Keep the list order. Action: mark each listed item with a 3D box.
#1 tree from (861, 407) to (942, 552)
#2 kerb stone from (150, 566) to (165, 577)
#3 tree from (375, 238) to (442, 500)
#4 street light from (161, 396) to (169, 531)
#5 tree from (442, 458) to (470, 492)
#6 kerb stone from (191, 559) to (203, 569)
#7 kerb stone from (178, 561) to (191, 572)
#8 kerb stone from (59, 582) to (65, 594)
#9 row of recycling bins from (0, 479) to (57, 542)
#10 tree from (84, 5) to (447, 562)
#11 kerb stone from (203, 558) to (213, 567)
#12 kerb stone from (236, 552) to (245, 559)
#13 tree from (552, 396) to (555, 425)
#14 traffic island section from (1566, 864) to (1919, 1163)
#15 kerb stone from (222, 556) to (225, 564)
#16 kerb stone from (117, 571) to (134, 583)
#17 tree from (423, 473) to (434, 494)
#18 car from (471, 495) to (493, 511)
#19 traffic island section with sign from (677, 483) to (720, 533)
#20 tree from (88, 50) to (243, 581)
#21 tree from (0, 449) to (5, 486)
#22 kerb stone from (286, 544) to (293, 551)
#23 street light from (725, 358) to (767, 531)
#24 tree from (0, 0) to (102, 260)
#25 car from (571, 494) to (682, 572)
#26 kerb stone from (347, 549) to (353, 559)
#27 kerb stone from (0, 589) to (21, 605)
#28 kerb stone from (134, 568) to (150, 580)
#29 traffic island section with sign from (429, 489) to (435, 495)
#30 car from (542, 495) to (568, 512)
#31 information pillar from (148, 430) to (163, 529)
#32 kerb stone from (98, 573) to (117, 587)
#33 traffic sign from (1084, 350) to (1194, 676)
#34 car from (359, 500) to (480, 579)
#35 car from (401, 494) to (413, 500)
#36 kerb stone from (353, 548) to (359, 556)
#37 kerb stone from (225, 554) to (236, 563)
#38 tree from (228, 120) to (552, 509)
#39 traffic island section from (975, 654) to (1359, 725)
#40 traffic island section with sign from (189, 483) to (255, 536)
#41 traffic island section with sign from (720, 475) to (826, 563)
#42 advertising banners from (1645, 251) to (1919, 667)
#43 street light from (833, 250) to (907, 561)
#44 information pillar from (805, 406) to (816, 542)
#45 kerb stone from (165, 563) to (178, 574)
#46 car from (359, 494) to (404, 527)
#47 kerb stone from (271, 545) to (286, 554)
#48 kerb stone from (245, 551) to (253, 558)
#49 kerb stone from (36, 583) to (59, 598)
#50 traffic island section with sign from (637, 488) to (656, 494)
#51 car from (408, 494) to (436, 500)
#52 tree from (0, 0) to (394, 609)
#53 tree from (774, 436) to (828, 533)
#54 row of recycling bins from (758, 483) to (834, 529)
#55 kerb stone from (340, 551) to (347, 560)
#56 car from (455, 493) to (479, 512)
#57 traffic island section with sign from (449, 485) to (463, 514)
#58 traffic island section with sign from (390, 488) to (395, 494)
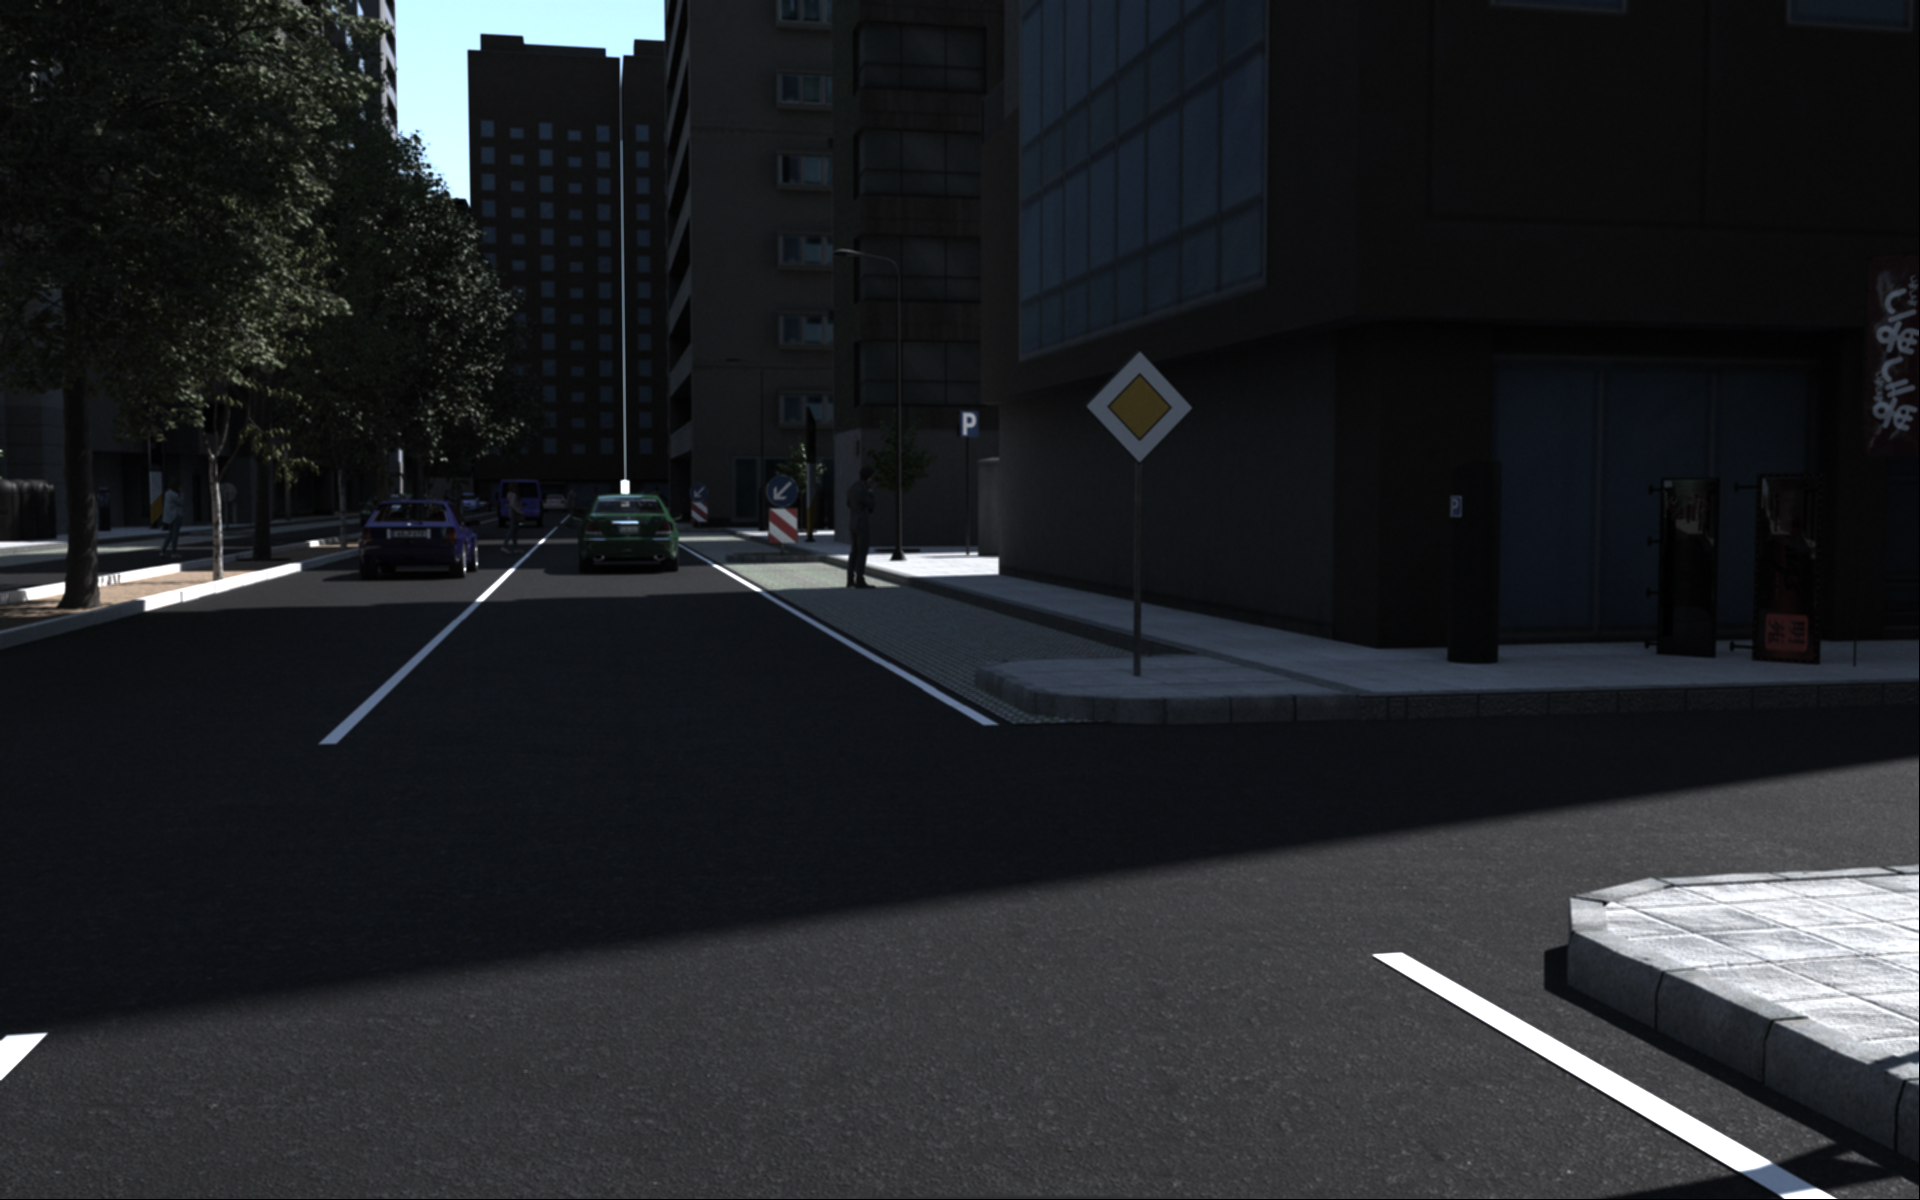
[{"bbox_3d":[-1.465,-2.693,38.639,1.663,3.219,1.824,0,3,0],"label":"tree"},{"bbox_3d":[-14.008,-0.477,29.996,0.120,0.150,1.000,-1,4,-12],"label":"kerb stone"},{"bbox_3d":[-15.994,-5.620,44.713,4.737,8.622,4.395,0,3,0],"label":"tree"},{"bbox_3d":[-27.365,-5.401,60.841,1.470,5.913,1.316,-1,4,-12],"label":"street light"},{"bbox_3d":[-21.287,-7.118,69.194,4.737,8.622,4.395,0,3,0],"label":"tree"},{"bbox_3d":[-14.647,-0.661,33.005,0.120,0.150,1.000,-1,4,-12],"label":"kerb stone"},{"bbox_3d":[-14.433,-0.600,32.003,0.120,0.150,1.000,-1,4,-12],"label":"kerb stone"},{"bbox_3d":[-12.944,-0.164,24.971,0.120,0.150,1.000,-1,4,-12],"label":"kerb stone"},{"bbox_3d":[-26.120,-2.518,48.276,1.069,1.692,3.534,-1,4,-9],"label":"row of recycling bins"},{"bbox_3d":[-14.801,-6.630,36.616,9.928,11.665,9.643,0,3,0],"label":"tree"},{"bbox_3d":[-14.860,-0.722,34.011,0.120,0.150,1.000,-1,4,-12],"label":"kerb stone"},{"bbox_3d":[-15.504,-0.898,37.010,0.120,0.150,1.000,-1,4,-12],"label":"kerb stone"},{"bbox_3d":[-19.500,-8.719,62.026,9.611,12.733,9.660,0,3,0],"label":"tree"},{"bbox_3d":[2.928,1.092,4.423,2.009,0.180,2.903,-1,4,-12],"label":"traffic island section"},{"bbox_3d":[-15.070,-0.780,35.012,0.120,0.150,1.000,-1,4,-12],"label":"kerb stone"},{"bbox_3d":[-13.578,-0.353,27.990,0.120,0.150,1.000,-1,4,-12],"label":"kerb stone"},{"bbox_3d":[-48.714,-9.970,157.606,1.663,3.219,1.824,0,3,0],"label":"tree"},{"bbox_3d":[-40.738,-8.255,147.548,1.945,1.354,3.894,-1,4,-13],"label":"car"},{"bbox_3d":[-9.866,-3.417,64.499,1.989,1.847,2.006,-1,4,-12],"label":"traffic island section with sign"},{"bbox_3d":[-12.107,-4.598,27.996,4.737,8.622,4.395,0,3,0],"label":"tree"},{"bbox_3d":[-33.800,-4.048,60.781,1.663,3.219,1.824,0,3,0],"label":"tree"},{"bbox_3d":[-16.780,-1.274,43.025,0.120,0.150,1.000,-1,4,-12],"label":"kerb stone"},{"bbox_3d":[-7.309,-5.306,59.302,1.470,5.913,1.316,-1,4,-12],"label":"street light"},{"bbox_3d":[-9.970,-3.829,15.430,4.360,8.622,3.978,0,3,0],"label":"tree"},{"bbox_3d":[-6.386,-1.314,33.280,2.131,1.459,4.920,-1,4,-11],"label":"car"},{"bbox_3d":[-13.661,-0.987,38.441,0.120,0.150,1.000,-1,4,-12],"label":"kerb stone"},{"bbox_3d":[-12.511,-0.047,22.963,0.120,0.150,1.000,-1,4,-12],"label":"kerb stone"},{"bbox_3d":[-13.795,-0.415,28.996,0.120,0.150,1.000,-1,4,-12],"label":"kerb stone"},{"bbox_3d":[-41.374,-7.757,135.450,1.989,1.847,2.006,-1,4,-12],"label":"traffic island section with sign"},{"bbox_3d":[-32.212,-7.678,137.902,2.083,1.381,4.827,-1,4,-10],"label":"car"},{"bbox_3d":[-29.598,-4.425,63.711,0.183,3.616,0.504,2,4,26],"label":"information pillar"},{"bbox_3d":[-13.376,-0.291,26.983,0.120,0.150,1.000,-1,4,-12],"label":"kerb stone"},{"bbox_3d":[1.246,-0.520,12.152,0.795,2.450,0.064,-1,4,-12],"label":"traffic sign"},{"bbox_3d":[-9.534,-1.106,30.665,1.945,1.354,3.894,-1,4,-11],"label":"car"},{"bbox_3d":[-38.174,-6.753,119.215,1.959,1.807,4.718,-1,4,-13],"label":"car"},{"bbox_3d":[-13.878,-1.055,39.440,0.120,0.150,1.000,-1,4,-12],"label":"kerb stone"},{"bbox_3d":[-15.283,-0.839,36.012,0.120,0.150,1.000,-1,4,-12],"label":"kerb stone"},{"bbox_3d":[-17.567,-8.131,52.413,9.611,12.733,9.660,0,3,0],"label":"tree"},{"bbox_3d":[1.267,0.614,12.234,2.009,0.180,2.903,-1,4,-12],"label":"traffic island section"},{"bbox_3d":[-25.233,-3.113,59.527,1.989,1.847,2.006,-1,4,-12],"label":"traffic island section with sign"},{"bbox_3d":[-3.953,-1.720,36.756,1.989,1.847,2.006,-1,4,-12],"label":"traffic island section with sign"},{"bbox_3d":[6.271,-1.036,13.129,2.074,3.025,0.090,3,5,44],"label":"advertising banners"},{"bbox_3d":[-1.722,-3.709,33.181,1.470,5.913,1.316,-1,4,-12],"label":"street light"},{"bbox_3d":[-4.003,-3.375,46.540,0.183,3.616,0.504,1,4,17],"label":"information pillar"},{"bbox_3d":[-14.221,-0.534,30.999,0.120,0.150,1.000,-1,4,-12],"label":"kerb stone"},{"bbox_3d":[-25.747,-4.028,77.660,2.131,1.459,4.920,-1,4,-12],"label":"car"},{"bbox_3d":[-16.562,-1.213,42.023,0.120,0.150,1.000,-1,4,-12],"label":"kerb stone"},{"bbox_3d":[-15.709,-0.967,38.015,0.120,0.150,1.000,-1,4,-12],"label":"kerb stone"},{"bbox_3d":[-12.724,-0.104,23.964,0.120,0.150,1.000,-1,4,-12],"label":"kerb stone"},{"bbox_3d":[-25.566,-7.936,138.380,1.989,1.847,2.006,-1,4,-12],"label":"traffic island section with sign"},{"bbox_3d":[-31.352,-5.544,100.865,2.015,1.641,3.980,-1,4,-10],"label":"car"},{"bbox_3d":[-11.196,-6.186,21.722,7.486,12.596,7.792,0,3,0],"label":"tree"},{"bbox_3d":[-5.429,-3.862,57.747,1.663,3.219,1.824,0,3,0],"label":"tree"},{"bbox_3d":[-5.728,-3.445,63.432,3.534,1.692,1.069,1,4,15],"label":"row of recycling bins"},{"bbox_3d":[-13.451,-0.932,37.441,0.120,0.150,1.000,-1,4,-12],"label":"kerb stone"},{"bbox_3d":[-39.687,-7.945,139.490,1.945,1.707,3.694,-1,4,-12],"label":"car"},{"bbox_3d":[-24.274,-4.597,83.290,2.006,1.907,1.989,-1,4,-12],"label":"traffic island section with sign"},{"bbox_3d":[-35.686,-6.122,108.716,1.989,1.847,2.006,-1,4,-12],"label":"traffic island section with sign"}]
